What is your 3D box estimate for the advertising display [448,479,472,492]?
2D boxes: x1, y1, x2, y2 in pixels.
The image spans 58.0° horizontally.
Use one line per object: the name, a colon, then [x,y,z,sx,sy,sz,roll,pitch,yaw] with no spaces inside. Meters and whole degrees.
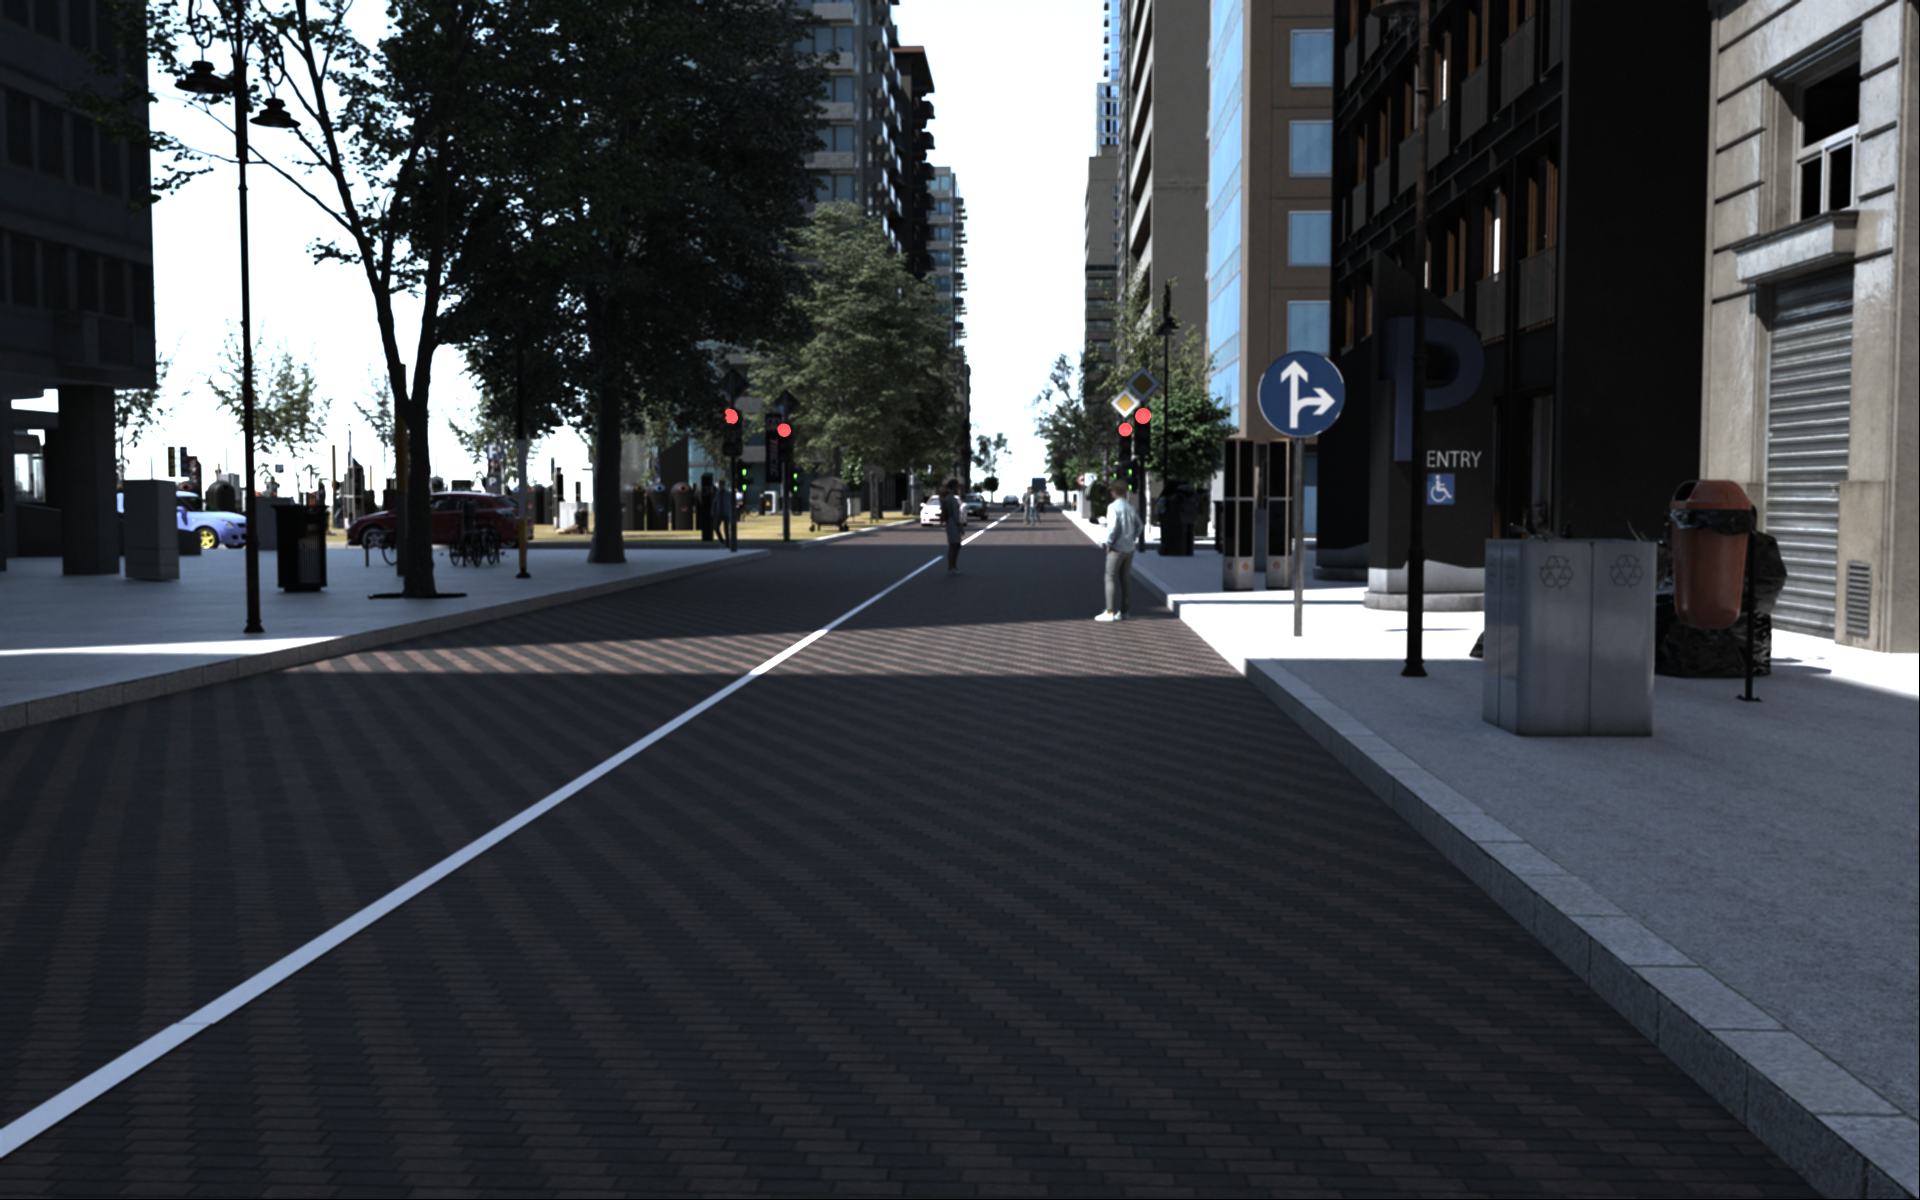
advertising display: [-21.932,-4.343,76.228,0.123,1.923,0.974,3,5,42]

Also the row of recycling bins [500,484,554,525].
row of recycling bins: [-18.217,-4.037,73.112,3.534,1.692,1.069,2,4,26]

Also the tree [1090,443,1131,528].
tree: [5.965,-4.357,65.842,1.663,3.219,1.824,0,3,0]

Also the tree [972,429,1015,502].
tree: [5.199,-21.467,276.737,9.928,11.665,9.643,0,3,0]

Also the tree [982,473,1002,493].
tree: [4.875,-17.367,267.655,4.285,4.588,4.351,0,3,0]

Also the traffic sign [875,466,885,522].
traffic sign: [-3.750,-4.778,78.220,0.768,2.556,0.104,1,4,10]

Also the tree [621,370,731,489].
tree: [-14.198,-8.076,82.402,4.737,8.622,4.395,0,3,0]

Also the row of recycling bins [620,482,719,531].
row of recycling bins: [-10.242,-3.295,60.990,3.534,1.692,1.069,-2,4,-24]

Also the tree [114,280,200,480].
tree: [-27.989,-6.592,58.141,4.360,8.622,3.978,0,3,0]

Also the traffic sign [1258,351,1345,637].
traffic sign: [3.042,-0.942,15.512,0.768,2.556,0.104,0,4,5]

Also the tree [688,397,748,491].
tree: [-14.396,-9.337,103.019,4.360,8.622,3.978,0,3,0]

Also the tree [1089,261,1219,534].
tree: [6.011,-6.374,54.583,4.737,8.622,4.395,0,3,0]

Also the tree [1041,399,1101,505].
tree: [13.078,-17.600,205.889,7.486,12.596,7.792,0,3,0]

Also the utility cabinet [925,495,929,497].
utility cabinet: [-2.553,-6.574,118.643,0.306,1.237,1.020,3,4,36]

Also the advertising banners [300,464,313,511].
advertising banners: [-37.680,-6.344,99.910,0.090,3.025,2.074,0,4,0]

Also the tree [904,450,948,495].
tree: [-2.543,-8.838,128.211,4.285,4.588,4.351,0,3,0]

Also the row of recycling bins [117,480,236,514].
row of recycling bins: [-23.309,-2.694,51.166,3.534,1.692,1.069,-1,4,-23]

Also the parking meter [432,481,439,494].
parking meter: [-23.633,-4.423,78.034,0.255,1.863,0.399,-2,4,-27]

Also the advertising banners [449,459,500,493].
advertising banners: [-18.659,-4.306,66.597,2.074,3.025,0.090,-1,4,-15]

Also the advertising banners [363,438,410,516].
advertising banners: [-17.704,-3.515,53.665,0.090,3.025,2.074,3,4,38]

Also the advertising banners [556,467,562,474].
advertising banners: [-25.953,-6.935,109.579,0.090,3.025,2.074,3,4,37]

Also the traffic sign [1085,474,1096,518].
traffic sign: [6.537,-5.157,86.447,0.606,2.300,0.079,1,4,12]

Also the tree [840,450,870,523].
tree: [-4.702,-4.987,76.142,1.663,3.219,1.824,0,3,0]

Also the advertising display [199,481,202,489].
advertising display: [-36.556,-4.746,82.808,0.123,1.923,0.974,0,4,7]

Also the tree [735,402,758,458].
tree: [-15.321,-9.787,110.381,4.737,8.622,4.395,0,3,0]

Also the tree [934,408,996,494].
tree: [0.464,-15.513,188.048,7.601,10.594,8.767,0,4,7]

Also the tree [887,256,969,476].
tree: [-4.291,-11.087,87.934,9.857,13.997,8.962,0,3,0]

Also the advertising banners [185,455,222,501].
advertising banners: [-33.985,-5.040,78.588,2.074,3.025,0.090,-1,4,-19]

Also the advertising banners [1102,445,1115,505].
advertising banners: [5.510,-4.052,62.430,0.090,3.025,2.074,2,4,28]

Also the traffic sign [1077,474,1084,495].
traffic sign: [7.801,-6.707,109.759,0.768,2.556,0.104,1,4,12]

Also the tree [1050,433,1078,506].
tree: [11.808,-14.872,193.526,4.360,8.622,3.978,0,3,0]

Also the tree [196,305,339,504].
tree: [-27.812,-7.218,68.379,4.737,8.622,4.395,0,3,0]

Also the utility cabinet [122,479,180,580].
utility cabinet: [-12.044,-1.047,25.800,1.173,1.500,0.318,3,5,42]

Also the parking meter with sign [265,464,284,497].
parking meter with sign: [-39.719,-6.344,99.978,1.738,3.016,0.543,3,4,37]

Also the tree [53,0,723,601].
tree: [-6.751,-5.822,20.944,9.928,11.665,9.643,0,3,0]

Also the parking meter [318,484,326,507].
parking meter: [-32.320,-5.018,87.761,0.399,1.863,0.255,-1,4,-21]

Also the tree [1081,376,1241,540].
tree: [6.214,-3.970,48.622,4.285,4.588,4.351,0,3,0]

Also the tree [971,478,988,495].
tree: [2.043,-13.559,216.295,1.663,3.219,1.824,0,3,0]

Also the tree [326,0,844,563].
tree: [-6.629,-7.677,32.174,9.857,13.997,8.962,0,3,0]

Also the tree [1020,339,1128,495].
tree: [7.606,-10.328,103.278,8.767,10.594,7.601,1,4,9]

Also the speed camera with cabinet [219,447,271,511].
speed camera with cabinet: [-30.225,-4.823,73.196,2.038,3.252,0.660,1,4,9]

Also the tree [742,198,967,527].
tree: [-4.373,-9.105,66.994,7.486,12.596,7.792,0,3,0]

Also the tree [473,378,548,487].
tree: [-26.413,-9.227,101.230,4.360,8.622,3.978,0,3,0]

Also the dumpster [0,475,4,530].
dumpster: [-6.847,-0.463,10.066,1.502,2.255,1.985,0,4,3]

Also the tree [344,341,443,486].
tree: [-27.465,-8.147,83.565,4.360,8.622,3.978,0,3,0]

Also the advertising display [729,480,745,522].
advertising display: [-10.312,-4.580,80.091,0.974,1.923,0.123,3,5,41]

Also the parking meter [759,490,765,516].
parking meter: [-11.746,-5.769,102.731,0.372,1.533,0.369,0,3,0]

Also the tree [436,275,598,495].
tree: [-13.057,-6.117,50.371,4.737,8.622,4.395,0,3,0]

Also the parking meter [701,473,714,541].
parking meter: [-6.879,-2.536,47.169,0.255,1.863,0.399,0,4,5]

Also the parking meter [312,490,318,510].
parking meter: [-44.857,-6.851,120.430,0.372,1.533,0.369,0,3,0]

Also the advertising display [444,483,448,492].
advertising display: [-30.225,-5.844,100.767,0.974,1.923,0.123,1,4,10]

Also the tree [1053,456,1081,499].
tree: [9.318,-9.060,131.837,4.285,4.588,4.351,0,3,0]

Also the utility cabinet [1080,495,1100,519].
utility cabinet: [6.614,-4.696,87.937,1.020,1.237,0.306,-1,4,-19]

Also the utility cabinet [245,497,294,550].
utility cabinet: [-15.799,-1.744,39.675,1.020,1.237,0.306,0,4,0]

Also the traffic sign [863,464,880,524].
traffic sign: [-3.810,-4.540,74.328,0.768,2.556,0.104,1,4,10]

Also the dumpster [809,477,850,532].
dumpster: [-4.467,-3.262,59.089,1.264,1.857,1.865,0,4,3]
